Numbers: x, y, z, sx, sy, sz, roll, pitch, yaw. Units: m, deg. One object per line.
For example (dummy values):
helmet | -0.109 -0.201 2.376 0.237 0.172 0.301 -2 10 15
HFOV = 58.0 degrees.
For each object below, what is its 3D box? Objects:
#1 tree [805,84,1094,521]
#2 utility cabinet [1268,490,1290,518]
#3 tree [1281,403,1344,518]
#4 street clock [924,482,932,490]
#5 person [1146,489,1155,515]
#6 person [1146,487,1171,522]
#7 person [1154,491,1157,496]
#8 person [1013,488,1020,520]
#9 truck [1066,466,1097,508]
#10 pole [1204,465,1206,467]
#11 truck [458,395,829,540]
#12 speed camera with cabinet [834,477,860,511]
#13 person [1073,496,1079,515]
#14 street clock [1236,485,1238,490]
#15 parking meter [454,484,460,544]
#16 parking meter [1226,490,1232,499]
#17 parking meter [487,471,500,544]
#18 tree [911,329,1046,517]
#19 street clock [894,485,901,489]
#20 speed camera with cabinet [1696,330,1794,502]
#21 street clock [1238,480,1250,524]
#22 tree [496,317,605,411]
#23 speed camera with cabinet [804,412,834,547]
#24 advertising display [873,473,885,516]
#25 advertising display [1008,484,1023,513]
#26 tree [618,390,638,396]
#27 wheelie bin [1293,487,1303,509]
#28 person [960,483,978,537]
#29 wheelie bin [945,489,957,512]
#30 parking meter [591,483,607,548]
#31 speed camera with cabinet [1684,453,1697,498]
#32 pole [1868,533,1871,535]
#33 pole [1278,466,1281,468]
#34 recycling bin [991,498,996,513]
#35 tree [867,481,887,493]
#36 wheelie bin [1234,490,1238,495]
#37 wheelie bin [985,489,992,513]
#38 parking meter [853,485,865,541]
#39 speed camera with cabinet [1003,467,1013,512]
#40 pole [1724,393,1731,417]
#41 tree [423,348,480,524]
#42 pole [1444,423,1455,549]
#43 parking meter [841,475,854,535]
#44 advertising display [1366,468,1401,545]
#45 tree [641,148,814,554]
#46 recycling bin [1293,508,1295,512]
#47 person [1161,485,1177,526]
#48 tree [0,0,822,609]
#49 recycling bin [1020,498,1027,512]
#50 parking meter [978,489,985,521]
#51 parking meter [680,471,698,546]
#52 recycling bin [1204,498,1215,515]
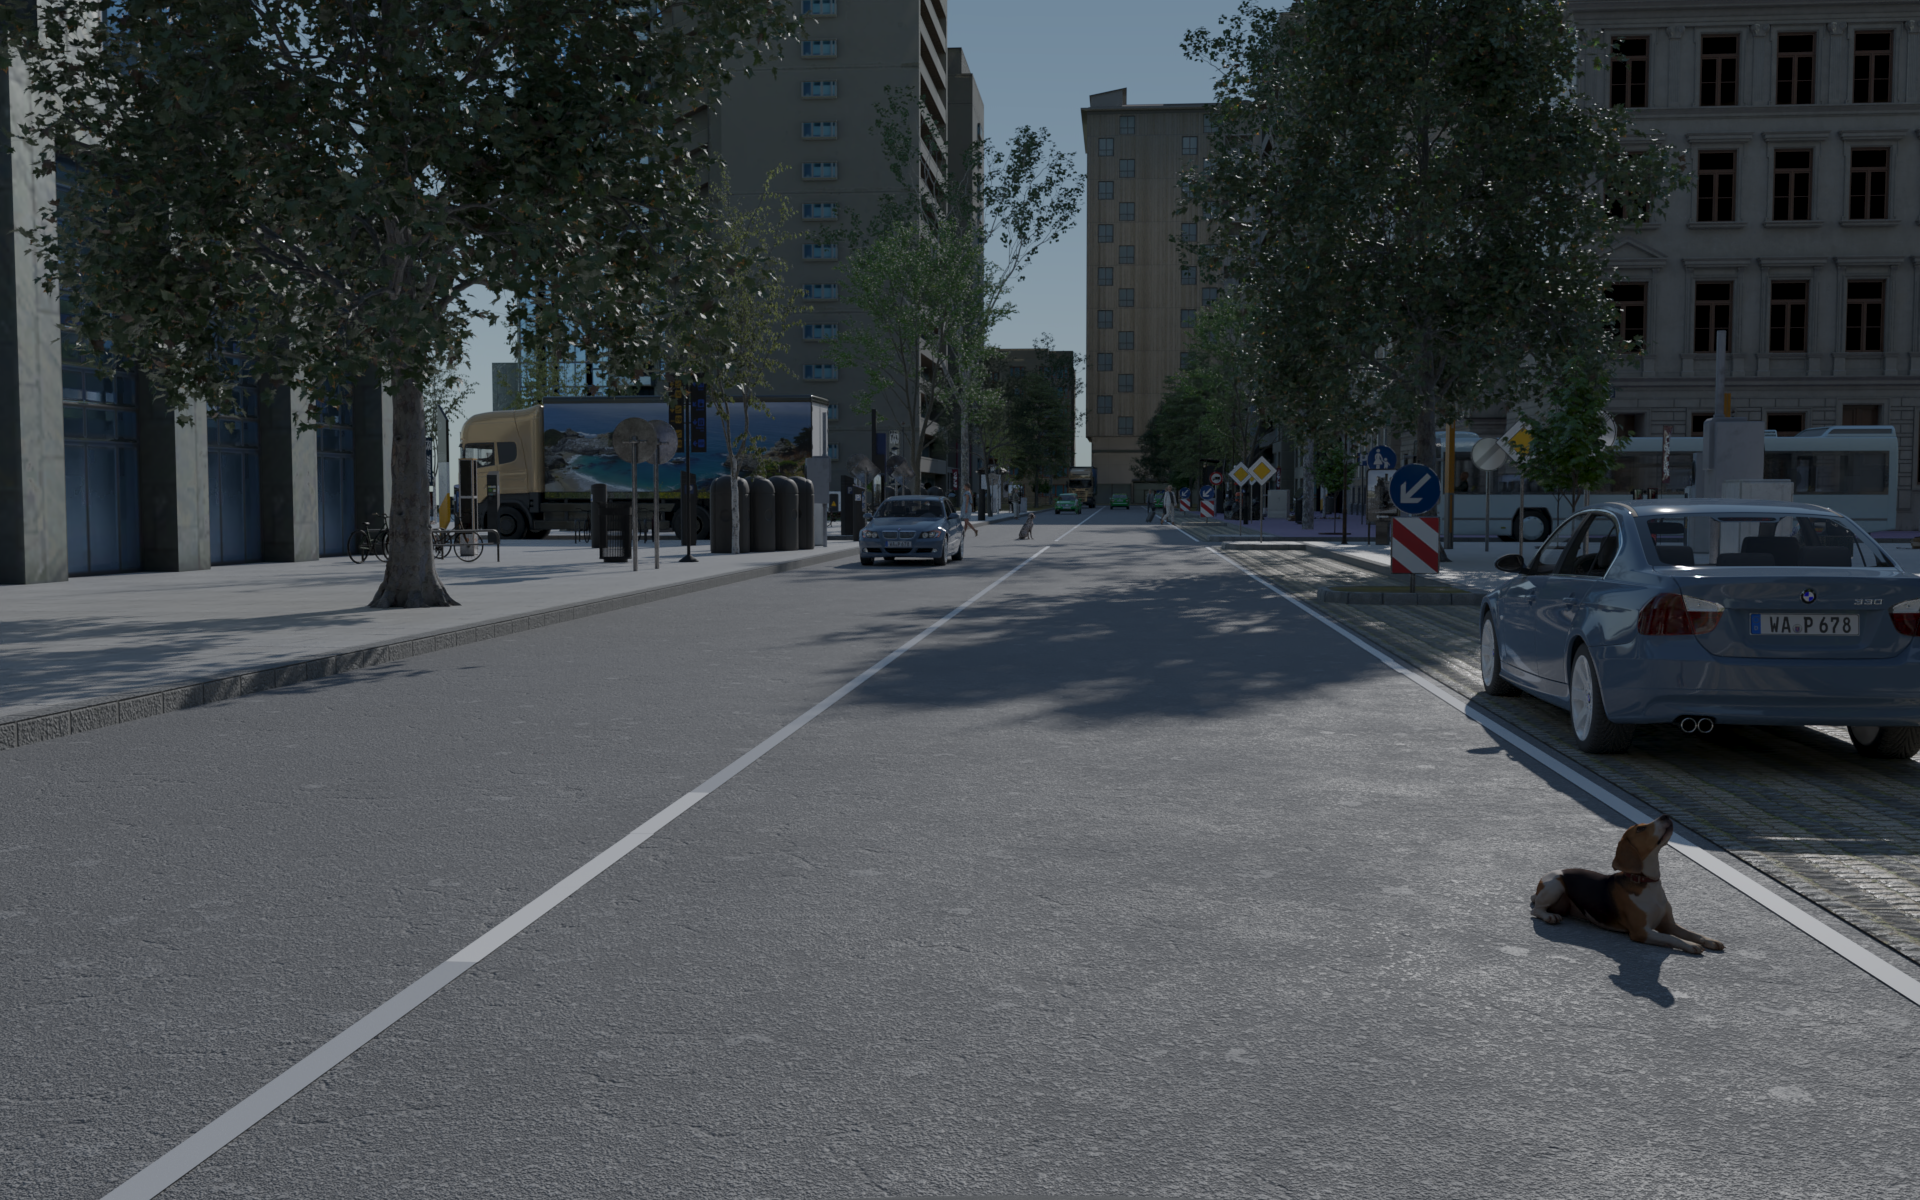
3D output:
tree | -1.221 -13.845 82.252 12.611 20.169 13.585 0 3 0
utility cabinet | 16.581 -4.981 90.111 1.173 1.500 0.318 3 5 44
tree | 19.510 -8.768 93.719 4.737 8.622 4.395 0 3 0
street clock | -1.948 -6.115 104.553 0.471 2.002 0.358 -1 4 -9
person | 12.929 -6.623 116.966 0.709 1.800 0.728 3 4 36
person | 10.119 -4.836 87.788 1.509 1.804 0.699 -1 4 -19
person | 19.313 -9.853 170.311 0.721 1.735 1.217 1 4 21
person | 3.187 -5.394 97.241 0.362 1.759 0.519 1 4 22
truck | 12.575 -11.529 177.410 2.839 4.237 11.283 0 4 7
pole | 17.405 -7.904 123.078 0.158 3.312 0.155 0 3 0
truck | -9.584 -3.777 50.670 11.283 4.237 2.839 0 4 7
speed camera with cabinet | -7.236 -6.939 107.787 2.038 3.252 0.660 1 4 18
person | 7.949 -6.449 118.187 0.590 1.304 0.306 -3 5 -39
street clock | 16.880 -6.112 104.497 0.358 2.002 0.471 3 4 37
parking meter | -12.855 -2.218 44.669 0.372 1.533 0.369 0 3 0
parking meter | 16.179 -5.862 104.261 0.372 1.533 0.369 0 3 0
parking meter | -11.858 -2.344 44.028 0.255 1.863 0.399 0 4 -4
tree | 1.404 -9.978 97.546 7.601 10.594 8.767 2 4 26
street clock | -3.683 -5.961 102.032 0.358 2.002 0.471 2 4 32
speed camera with cabinet | 9.249 -1.591 20.342 0.660 3.252 2.038 1 4 12
street clock | 12.067 -4.190 73.070 0.358 2.002 0.471 1 4 17
tree | -16.249 -7.213 68.293 4.737 8.622 4.395 0 3 0
speed camera with cabinet | -3.571 -2.953 42.614 0.660 3.252 2.038 -1 4 -9
advertising display | -2.518 -2.968 53.742 0.123 1.923 0.974 -1 4 -17
advertising display | 4.243 -7.598 129.433 0.974 1.923 0.123 -2 4 -28
tree | -22.062 -9.920 112.560 4.737 8.622 4.395 0 3 0
wheelie bin | 16.395 -4.594 83.026 0.693 1.594 0.980 -1 4 -18
person | 0.300 -3.018 57.941 0.778 1.811 0.616 2 4 31
wheelie bin | -0.633 -6.724 117.853 0.693 1.594 0.980 -3 5 -39
parking meter | -8.567 -2.000 41.113 0.372 1.533 0.369 0 3 0
speed camera with cabinet | 15.942 -2.617 37.124 0.660 3.252 2.038 1 4 17
pole | 27.933 -3.634 53.257 0.158 3.312 0.155 0 3 0
pole | 23.275 -8.109 126.420 0.158 3.312 0.155 0 3 0
recycling bin | 1.976 -6.357 116.491 0.722 1.027 0.722 -1 4 -21
tree | -5.760 -7.523 117.597 1.663 3.219 1.824 0 3 0
wheelie bin | 20.115 -7.161 124.985 0.693 1.594 0.980 -2 4 -27
wheelie bin | 1.701 -6.548 114.965 0.980 1.594 0.693 2 4 35
parking meter | -2.723 -2.365 47.076 0.372 1.533 0.369 0 3 0
speed camera with cabinet | 2.803 -8.000 125.129 2.038 3.252 0.660 1 4 9
pole | 15.465 -2.522 35.085 0.158 3.312 0.155 0 3 0
tree | -22.724 -7.556 73.904 4.360 8.622 3.978 0 3 0
pole | 11.374 -2.837 40.225 0.158 3.312 0.155 0 3 0
parking meter | -3.489 -2.940 53.774 0.255 1.863 0.399 3 5 44
advertising display | 10.658 -2.349 43.626 0.123 1.923 0.974 -3 5 -40
tree | -4.918 -5.269 36.504 4.360 8.622 3.978 0 3 0
recycling bin | 24.465 -6.880 125.042 0.722 1.027 0.722 1 4 15
person | 9.436 -4.274 78.251 0.818 1.842 0.514 3 5 43
tree | -6.392 -6.277 19.639 9.611 12.733 9.660 0 3 0
recycling bin | 4.232 -6.653 121.337 0.722 1.027 0.722 -1 4 -22
parking meter | 1.044 -4.604 83.692 0.372 1.533 0.369 0 3 0
parking meter | -6.728 -2.283 43.033 0.399 1.863 0.255 -1 4 -16
recycling bin | 15.689 -5.874 108.599 0.722 1.027 0.722 0 4 2
